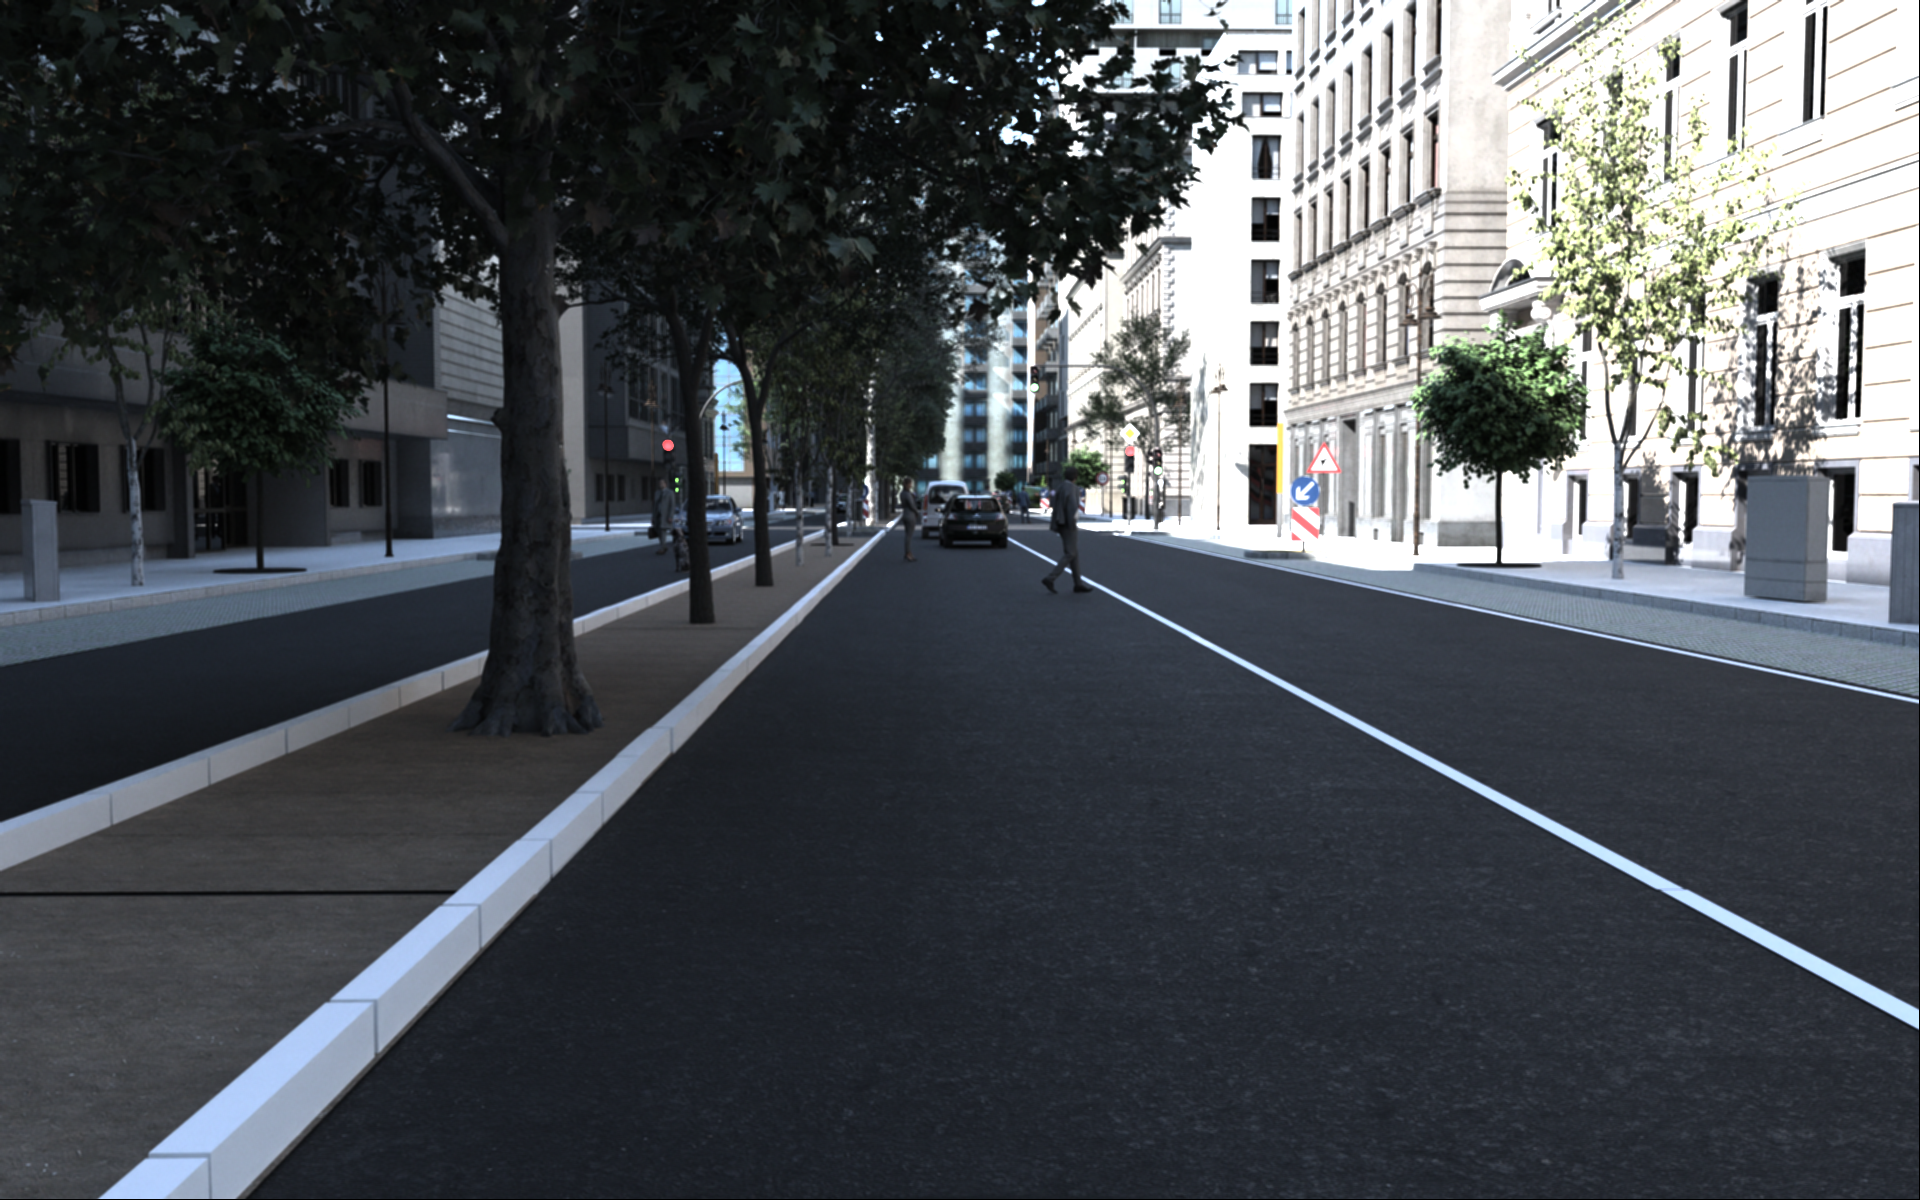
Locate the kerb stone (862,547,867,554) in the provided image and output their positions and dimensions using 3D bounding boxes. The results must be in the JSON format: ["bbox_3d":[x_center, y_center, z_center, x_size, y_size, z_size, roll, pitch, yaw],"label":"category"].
[{"bbox_3d":[-2.275,-1.071,39.755,0.120,0.150,1.000,0,4,-1],"label":"kerb stone"}]

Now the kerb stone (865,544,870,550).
[{"bbox_3d":[-2.304,-1.200,41.808,0.120,0.150,1.000,0,4,-1],"label":"kerb stone"}]

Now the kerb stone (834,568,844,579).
[{"bbox_3d":[-2.029,-0.383,28.474,0.120,0.150,1.000,0,4,-1],"label":"kerb stone"}]

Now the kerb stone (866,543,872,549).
[{"bbox_3d":[-2.320,-1.263,42.837,0.120,0.150,1.000,0,4,-1],"label":"kerb stone"}]

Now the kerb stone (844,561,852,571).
[{"bbox_3d":[-2.098,-0.569,31.555,0.120,0.150,1.000,0,4,-1],"label":"kerb stone"}]

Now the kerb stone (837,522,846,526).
[{"bbox_3d":[-5.077,-3.172,74.062,0.120,0.150,1.000,0,4,-1],"label":"kerb stone"}]

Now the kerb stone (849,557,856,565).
[{"bbox_3d":[-2.141,-0.698,33.607,0.120,0.150,1.000,0,4,-1],"label":"kerb stone"}]

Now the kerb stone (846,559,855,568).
[{"bbox_3d":[-2.111,-0.632,32.582,0.120,0.150,1.000,0,4,-1],"label":"kerb stone"}]

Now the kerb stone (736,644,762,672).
[{"bbox_3d":[-1.740,0.496,14.124,0.120,0.150,1.000,0,4,-1],"label":"kerb stone"}]

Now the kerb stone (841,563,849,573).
[{"bbox_3d":[-2.081,-0.509,30.526,0.120,0.150,1.000,0,4,-1],"label":"kerb stone"}]

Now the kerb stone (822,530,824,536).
[{"bbox_3d":[-4.750,-2.197,58.160,0.120,0.150,1.000,0,4,-1],"label":"kerb stone"}]

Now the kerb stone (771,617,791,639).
[{"bbox_3d":[-1.799,0.306,17.189,0.120,0.150,1.000,0,4,-1],"label":"kerb stone"}]

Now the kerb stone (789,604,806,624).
[{"bbox_3d":[-1.838,0.181,19.243,0.120,0.150,1.000,0,4,-1],"label":"kerb stone"}]

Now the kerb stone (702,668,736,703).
[{"bbox_3d":[-1.696,0.620,12.079,0.120,0.150,1.000,0,4,-1],"label":"kerb stone"}]

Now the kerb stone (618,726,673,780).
[{"bbox_3d":[-1.640,0.809,9.008,0.120,0.150,1.000,0,4,-1],"label":"kerb stone"}]

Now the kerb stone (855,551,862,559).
[{"bbox_3d":[-2.205,-0.886,36.689,0.120,0.150,1.000,0,4,-1],"label":"kerb stone"}]

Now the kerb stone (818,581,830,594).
[{"bbox_3d":[-1.951,-0.133,24.370,0.120,0.150,1.000,0,4,-1],"label":"kerb stone"}]

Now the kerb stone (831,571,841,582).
[{"bbox_3d":[-2.011,-0.321,27.452,0.120,0.150,1.000,0,4,-1],"label":"kerb stone"}]

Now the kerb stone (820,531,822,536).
[{"bbox_3d":[-4.726,-2.133,57.137,0.120,0.150,1.000,0,4,-1],"label":"kerb stone"}]

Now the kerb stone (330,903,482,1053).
[{"bbox_3d":[-1.550,1.058,4.901,0.120,0.150,1.000,0,4,-1],"label":"kerb stone"}]

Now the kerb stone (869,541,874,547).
[{"bbox_3d":[-2.368,-1.388,44.881,0.120,0.150,1.000,0,4,-1],"label":"kerb stone"}]

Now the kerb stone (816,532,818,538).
[{"bbox_3d":[-4.684,-2.012,55.093,0.120,0.150,1.000,0,4,-1],"label":"kerb stone"}]

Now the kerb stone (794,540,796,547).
[{"bbox_3d":[-4.491,-1.445,45.881,0.120,0.150,1.000,0,4,-1],"label":"kerb stone"}]

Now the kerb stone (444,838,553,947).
[{"bbox_3d":[-1.569,0.995,5.923,0.120,0.150,1.000,0,4,-1],"label":"kerb stone"}]

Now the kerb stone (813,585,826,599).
[{"bbox_3d":[-1.935,-0.067,23.347,0.120,0.150,1.000,0,4,-1],"label":"kerb stone"}]

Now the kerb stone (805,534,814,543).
[{"bbox_3d":[-4.643,-1.884,53.046,0.120,0.150,1.000,0,4,-1],"label":"kerb stone"}]

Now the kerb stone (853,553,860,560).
[{"bbox_3d":[-2.184,-0.824,35.668,0.120,0.150,1.000,0,4,-1],"label":"kerb stone"}]

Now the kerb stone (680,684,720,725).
[{"bbox_3d":[-1.669,0.681,11.057,0.120,0.150,1.000,0,4,-1],"label":"kerb stone"}]

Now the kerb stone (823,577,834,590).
[{"bbox_3d":[-1.969,-0.196,25.397,0.120,0.150,1.000,0,4,-1],"label":"kerb stone"}]

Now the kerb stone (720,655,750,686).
[{"bbox_3d":[-1.722,0.556,13.101,0.120,0.150,1.000,0,4,-1],"label":"kerb stone"}]

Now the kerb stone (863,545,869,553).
[{"bbox_3d":[-2.290,-1.136,40.776,0.120,0.150,1.000,0,4,-1],"label":"kerb stone"}]

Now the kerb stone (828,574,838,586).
[{"bbox_3d":[-1.993,-0.259,26.430,0.120,0.150,1.000,0,4,-1],"label":"kerb stone"}]

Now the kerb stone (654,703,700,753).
[{"bbox_3d":[-1.647,0.744,10.030,0.120,0.150,1.000,0,4,-1],"label":"kerb stone"}]

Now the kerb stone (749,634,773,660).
[{"bbox_3d":[-1.759,0.431,15.145,0.120,0.150,1.000,0,4,-1],"label":"kerb stone"}]

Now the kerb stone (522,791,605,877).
[{"bbox_3d":[-1.591,0.936,6.957,0.120,0.150,1.000,0,4,-1],"label":"kerb stone"}]

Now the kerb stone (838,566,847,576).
[{"bbox_3d":[-2.059,-0.447,29.504,0.120,0.150,1.000,0,4,-1],"label":"kerb stone"}]

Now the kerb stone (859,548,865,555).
[{"bbox_3d":[-2.248,-1.010,38.733,0.120,0.150,1.000,0,4,-1],"label":"kerb stone"}]

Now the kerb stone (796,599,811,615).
[{"bbox_3d":[-1.866,0.118,20.267,0.120,0.150,1.000,0,4,-1],"label":"kerb stone"}]

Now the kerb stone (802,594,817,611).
[{"bbox_3d":[-1.886,0.055,21.293,0.120,0.150,1.000,0,4,-1],"label":"kerb stone"}]

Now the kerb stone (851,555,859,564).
[{"bbox_3d":[-2.157,-0.762,34.646,0.120,0.150,1.000,0,4,-1],"label":"kerb stone"}]

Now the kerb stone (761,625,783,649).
[{"bbox_3d":[-1.777,0.369,16.167,0.120,0.150,1.000,0,4,-1],"label":"kerb stone"}]

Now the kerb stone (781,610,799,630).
[{"bbox_3d":[-1.822,0.243,18.221,0.120,0.150,1.000,0,4,-1],"label":"kerb stone"}]

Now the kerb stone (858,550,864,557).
[{"bbox_3d":[-2.234,-0.947,37.711,0.120,0.150,1.000,0,4,-1],"label":"kerb stone"}]

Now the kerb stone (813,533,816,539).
[{"bbox_3d":[-4.661,-1.949,54.067,0.120,0.150,1.000,0,4,-1],"label":"kerb stone"}]

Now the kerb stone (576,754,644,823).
[{"bbox_3d":[-1.612,0.872,7.982,0.120,0.150,1.000,0,4,-1],"label":"kerb stone"}]

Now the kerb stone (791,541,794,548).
[{"bbox_3d":[-4.471,-1.386,44.859,0.120,0.150,1.000,0,4,-1],"label":"kerb stone"}]

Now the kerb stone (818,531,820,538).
[{"bbox_3d":[-4.702,-2.075,56.115,0.120,0.150,1.000,0,4,-1],"label":"kerb stone"}]

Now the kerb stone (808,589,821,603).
[{"bbox_3d":[-1.909,-0.003,22.325,0.120,0.150,1.000,0,4,-1],"label":"kerb stone"}]

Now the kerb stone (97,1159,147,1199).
[{"bbox_3d":[-1.502,1.183,2.850,0.120,0.150,1.000,0,4,-1],"label":"kerb stone"}]

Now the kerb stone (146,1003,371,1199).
[{"bbox_3d":[-1.529,1.121,3.874,0.120,0.150,1.000,0,4,-1],"label":"kerb stone"}]

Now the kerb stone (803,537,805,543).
[{"bbox_3d":[-4.556,-1.636,48.946,0.120,0.150,1.000,0,4,-1],"label":"kerb stone"}]
